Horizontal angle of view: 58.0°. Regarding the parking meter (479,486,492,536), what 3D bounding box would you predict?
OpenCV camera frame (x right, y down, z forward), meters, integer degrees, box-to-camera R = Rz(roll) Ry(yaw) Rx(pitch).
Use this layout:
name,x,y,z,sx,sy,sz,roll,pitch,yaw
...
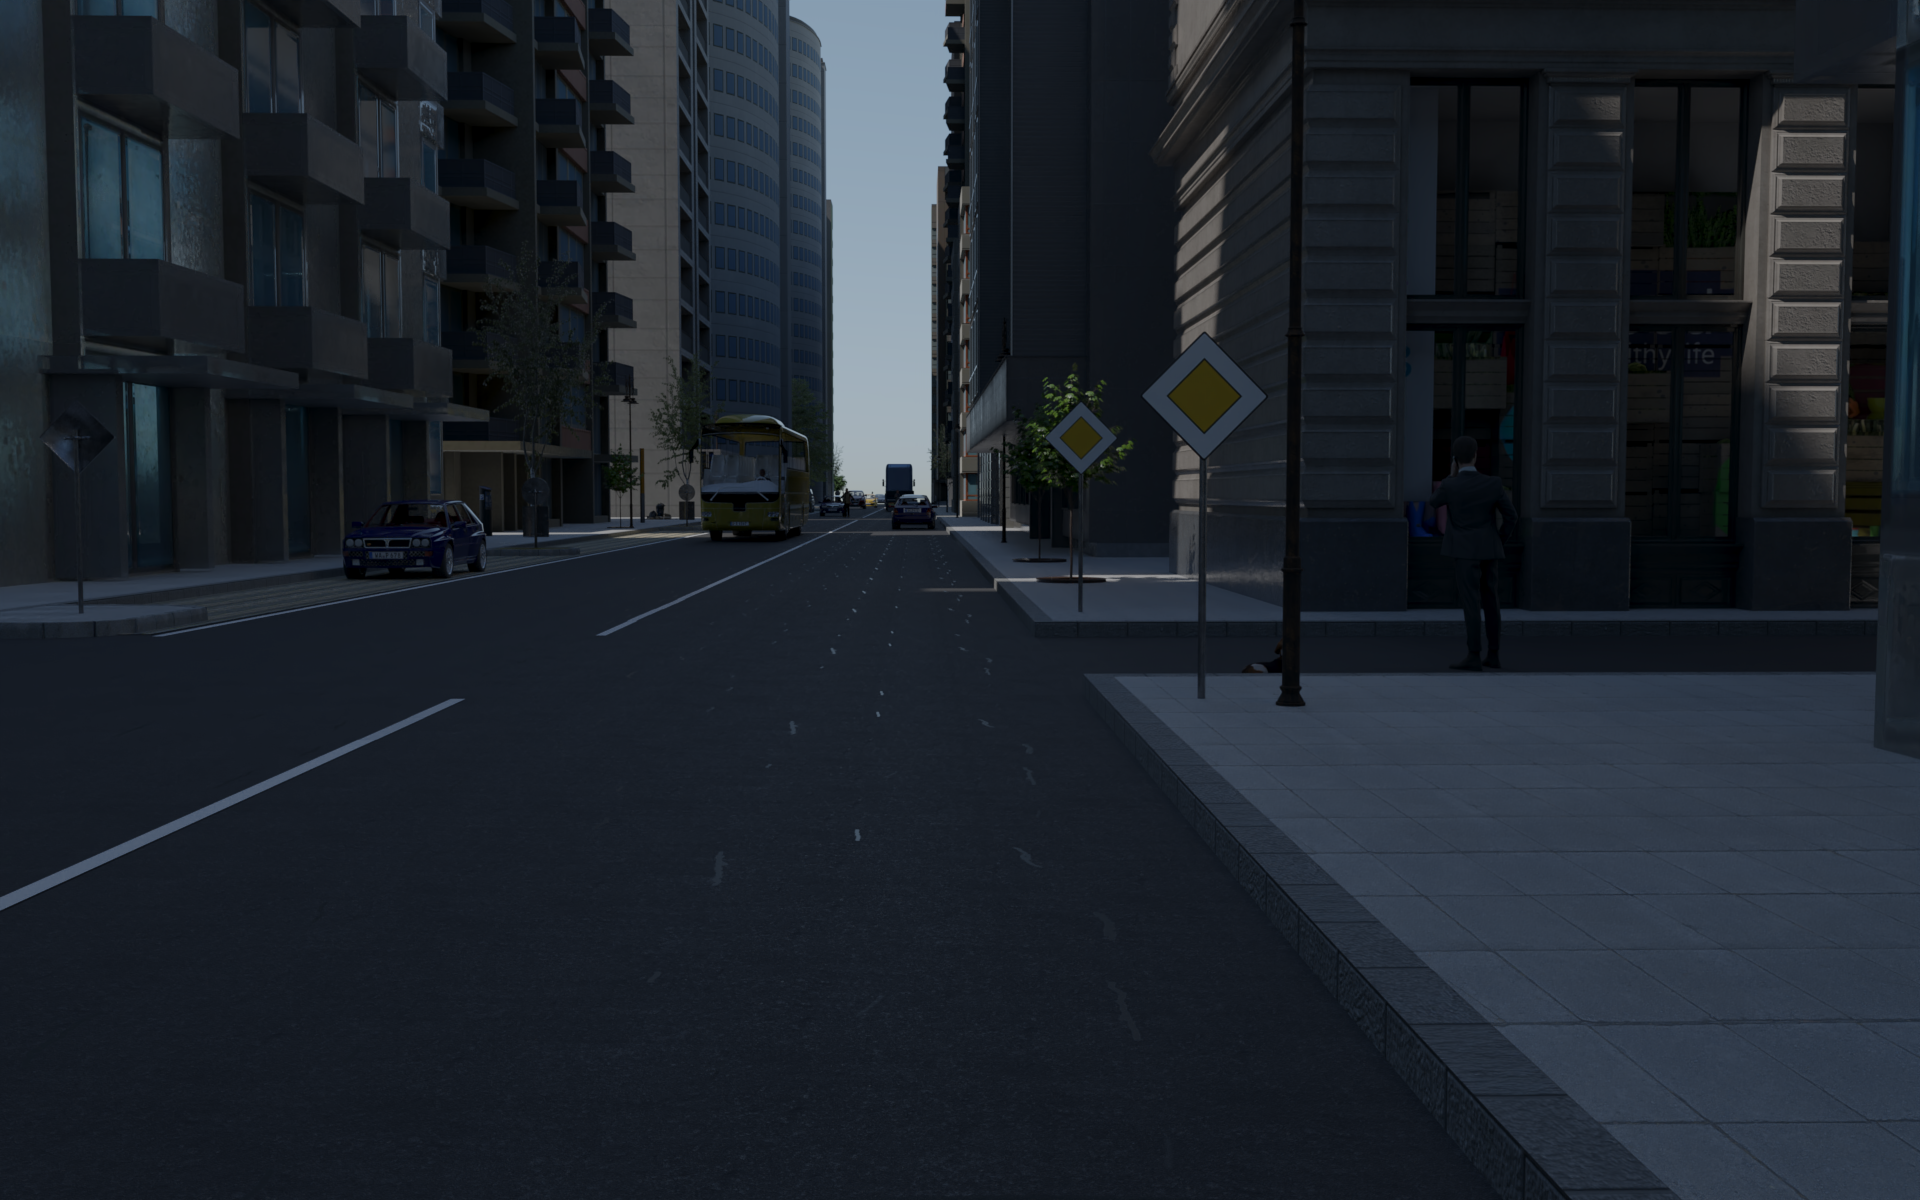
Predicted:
name,x,y,z,sx,sy,sz,roll,pitch,yaw
parking meter,-14.450,-2.713,52.773,0.372,1.533,0.369,0,3,0

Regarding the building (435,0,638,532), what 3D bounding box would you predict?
name,x,y,z,sx,sy,sz,roll,pitch,yaw
building,-25.378,-25.364,69.326,22.147,44.769,28.867,0,4,-1

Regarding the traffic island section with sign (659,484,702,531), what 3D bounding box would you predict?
name,x,y,z,sx,sy,sz,roll,pitch,yaw
traffic island section with sign,-10.732,-3.638,68.115,1.989,1.847,2.006,0,4,-1

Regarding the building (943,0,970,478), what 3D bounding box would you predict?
name,x,y,z,sx,sy,sz,roll,pitch,yaw
building,9.794,-29.741,140.885,22.147,44.769,28.867,0,4,-1

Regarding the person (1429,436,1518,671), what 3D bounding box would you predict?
name,x,y,z,sx,sy,sz,roll,pitch,yaw
person,4.176,-0.386,14.174,0.648,1.900,0.474,-1,4,-16

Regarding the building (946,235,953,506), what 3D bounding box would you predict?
name,x,y,z,sx,sy,sz,roll,pitch,yaw
building,5.474,-25.736,192.488,14.160,30.474,14.107,0,4,-1

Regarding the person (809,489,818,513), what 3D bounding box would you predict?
name,x,y,z,sx,sy,sz,roll,pitch,yaw
person,-11.327,-7.436,130.077,1.348,1.824,0.705,0,4,4

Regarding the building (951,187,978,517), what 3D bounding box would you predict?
name,x,y,z,sx,sy,sz,roll,pitch,yaw
building,13.558,-16.352,112.391,27.650,21.520,28.899,0,4,-1

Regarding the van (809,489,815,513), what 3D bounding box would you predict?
name,x,y,z,sx,sy,sz,roll,pitch,yaw
van,-12.173,-7.761,133.898,2.013,2.044,4.112,0,4,-2

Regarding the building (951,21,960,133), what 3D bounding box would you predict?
name,x,y,z,sx,sy,sz,roll,pitch,yaw
building,6.191,-31.344,162.581,14.600,45.320,14.200,0,4,-1

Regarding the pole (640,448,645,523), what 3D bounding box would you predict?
name,x,y,z,sx,sy,sz,roll,pitch,yaw
pole,-14.143,-5.091,77.088,0.158,3.312,0.155,0,3,0

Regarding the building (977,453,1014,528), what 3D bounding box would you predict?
name,x,y,z,sx,sy,sz,roll,pitch,yaw
building,6.680,-18.446,79.083,11.434,29.767,29.804,0,4,-1

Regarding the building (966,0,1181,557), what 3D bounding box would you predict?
name,x,y,z,sx,sy,sz,roll,pitch,yaw
building,7.713,-14.086,49.379,14.314,24.678,30.058,0,4,-1

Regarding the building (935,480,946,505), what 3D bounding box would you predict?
name,x,y,z,sx,sy,sz,roll,pitch,yaw
building,12.930,-31.801,211.819,32.217,40.220,23.993,0,4,-1

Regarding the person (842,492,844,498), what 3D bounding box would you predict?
name,x,y,z,sx,sy,sz,roll,pitch,yaw
person,-13.265,-11.488,197.253,0.530,1.710,0.541,2,4,31

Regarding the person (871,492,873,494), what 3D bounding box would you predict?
name,x,y,z,sx,sy,sz,roll,pitch,yaw
person,-10.792,-12.586,214.994,0.721,1.735,1.217,-3,4,-36

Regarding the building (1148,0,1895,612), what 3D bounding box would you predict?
name,x,y,z,sx,sy,sz,roll,pitch,yaw
building,12.785,-11.883,23.163,19.941,23.489,11.050,0,4,-1

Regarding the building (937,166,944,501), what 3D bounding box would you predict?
name,x,y,z,sx,sy,sz,roll,pitch,yaw
building,3.879,-35.513,230.749,14.600,45.320,14.200,0,4,-1

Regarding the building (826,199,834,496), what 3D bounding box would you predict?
name,x,y,z,sx,sy,sz,roll,pitch,yaw
building,-24.396,-33.627,233.399,14.154,41.232,14.086,0,4,-1

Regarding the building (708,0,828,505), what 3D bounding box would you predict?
name,x,y,z,sx,sy,sz,roll,pitch,yaw
building,-27.509,-40.958,211.660,21.231,58.520,28.212,0,4,-1

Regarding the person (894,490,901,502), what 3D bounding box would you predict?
name,x,y,z,sx,sy,sz,roll,pitch,yaw
person,-4.750,-7.606,133.389,0.617,1.759,0.750,-1,4,-18

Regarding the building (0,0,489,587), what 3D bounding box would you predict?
name,x,y,z,sx,sy,sz,roll,pitch,yaw
building,-22.980,-25.201,31.653,23.786,49.044,30.456,0,4,-1

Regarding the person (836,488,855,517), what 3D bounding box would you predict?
name,x,y,z,sx,sy,sz,roll,pitch,yaw
person,-6.996,-6.007,106.810,1.348,1.812,0.705,2,4,27

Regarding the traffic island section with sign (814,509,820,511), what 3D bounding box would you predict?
name,x,y,z,sx,sy,sz,roll,pitch,yaw
traffic island section with sign,-12.690,-8.344,145.055,1.989,1.847,2.006,0,4,-1

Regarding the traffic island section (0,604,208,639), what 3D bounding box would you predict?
name,x,y,z,sx,sy,sz,roll,pitch,yaw
traffic island section,-9.457,0.225,18.596,2.009,0.180,2.903,0,4,-1

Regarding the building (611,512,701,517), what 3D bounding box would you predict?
name,x,y,z,sx,sy,sz,roll,pitch,yaw
building,-23.541,-40.646,102.812,20.563,71.187,20.611,0,4,-1

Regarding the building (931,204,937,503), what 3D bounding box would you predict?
name,x,y,z,sx,sy,sz,roll,pitch,yaw
building,2.916,-34.400,246.028,14.154,41.232,14.086,0,4,-1

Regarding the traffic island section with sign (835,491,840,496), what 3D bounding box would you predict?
name,x,y,z,sx,sy,sz,roll,pitch,yaw
traffic island section with sign,-14.116,-11.741,200.589,1.989,1.847,2.006,0,4,-1

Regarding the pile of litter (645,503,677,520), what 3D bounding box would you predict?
name,x,y,z,sx,sy,sz,roll,pitch,yaw
pile of litter,-15.020,-4.478,87.181,1.719,0.858,1.176,0,4,-3

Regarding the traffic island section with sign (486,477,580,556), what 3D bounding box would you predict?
name,x,y,z,sx,sy,sz,roll,pitch,yaw
traffic island section with sign,-10.016,-1.958,40.649,1.989,1.847,2.006,0,4,-1

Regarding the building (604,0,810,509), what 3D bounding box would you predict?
name,x,y,z,sx,sy,sz,roll,pitch,yaw
building,-26.865,-45.755,186.342,20.563,71.187,20.611,0,4,-1
